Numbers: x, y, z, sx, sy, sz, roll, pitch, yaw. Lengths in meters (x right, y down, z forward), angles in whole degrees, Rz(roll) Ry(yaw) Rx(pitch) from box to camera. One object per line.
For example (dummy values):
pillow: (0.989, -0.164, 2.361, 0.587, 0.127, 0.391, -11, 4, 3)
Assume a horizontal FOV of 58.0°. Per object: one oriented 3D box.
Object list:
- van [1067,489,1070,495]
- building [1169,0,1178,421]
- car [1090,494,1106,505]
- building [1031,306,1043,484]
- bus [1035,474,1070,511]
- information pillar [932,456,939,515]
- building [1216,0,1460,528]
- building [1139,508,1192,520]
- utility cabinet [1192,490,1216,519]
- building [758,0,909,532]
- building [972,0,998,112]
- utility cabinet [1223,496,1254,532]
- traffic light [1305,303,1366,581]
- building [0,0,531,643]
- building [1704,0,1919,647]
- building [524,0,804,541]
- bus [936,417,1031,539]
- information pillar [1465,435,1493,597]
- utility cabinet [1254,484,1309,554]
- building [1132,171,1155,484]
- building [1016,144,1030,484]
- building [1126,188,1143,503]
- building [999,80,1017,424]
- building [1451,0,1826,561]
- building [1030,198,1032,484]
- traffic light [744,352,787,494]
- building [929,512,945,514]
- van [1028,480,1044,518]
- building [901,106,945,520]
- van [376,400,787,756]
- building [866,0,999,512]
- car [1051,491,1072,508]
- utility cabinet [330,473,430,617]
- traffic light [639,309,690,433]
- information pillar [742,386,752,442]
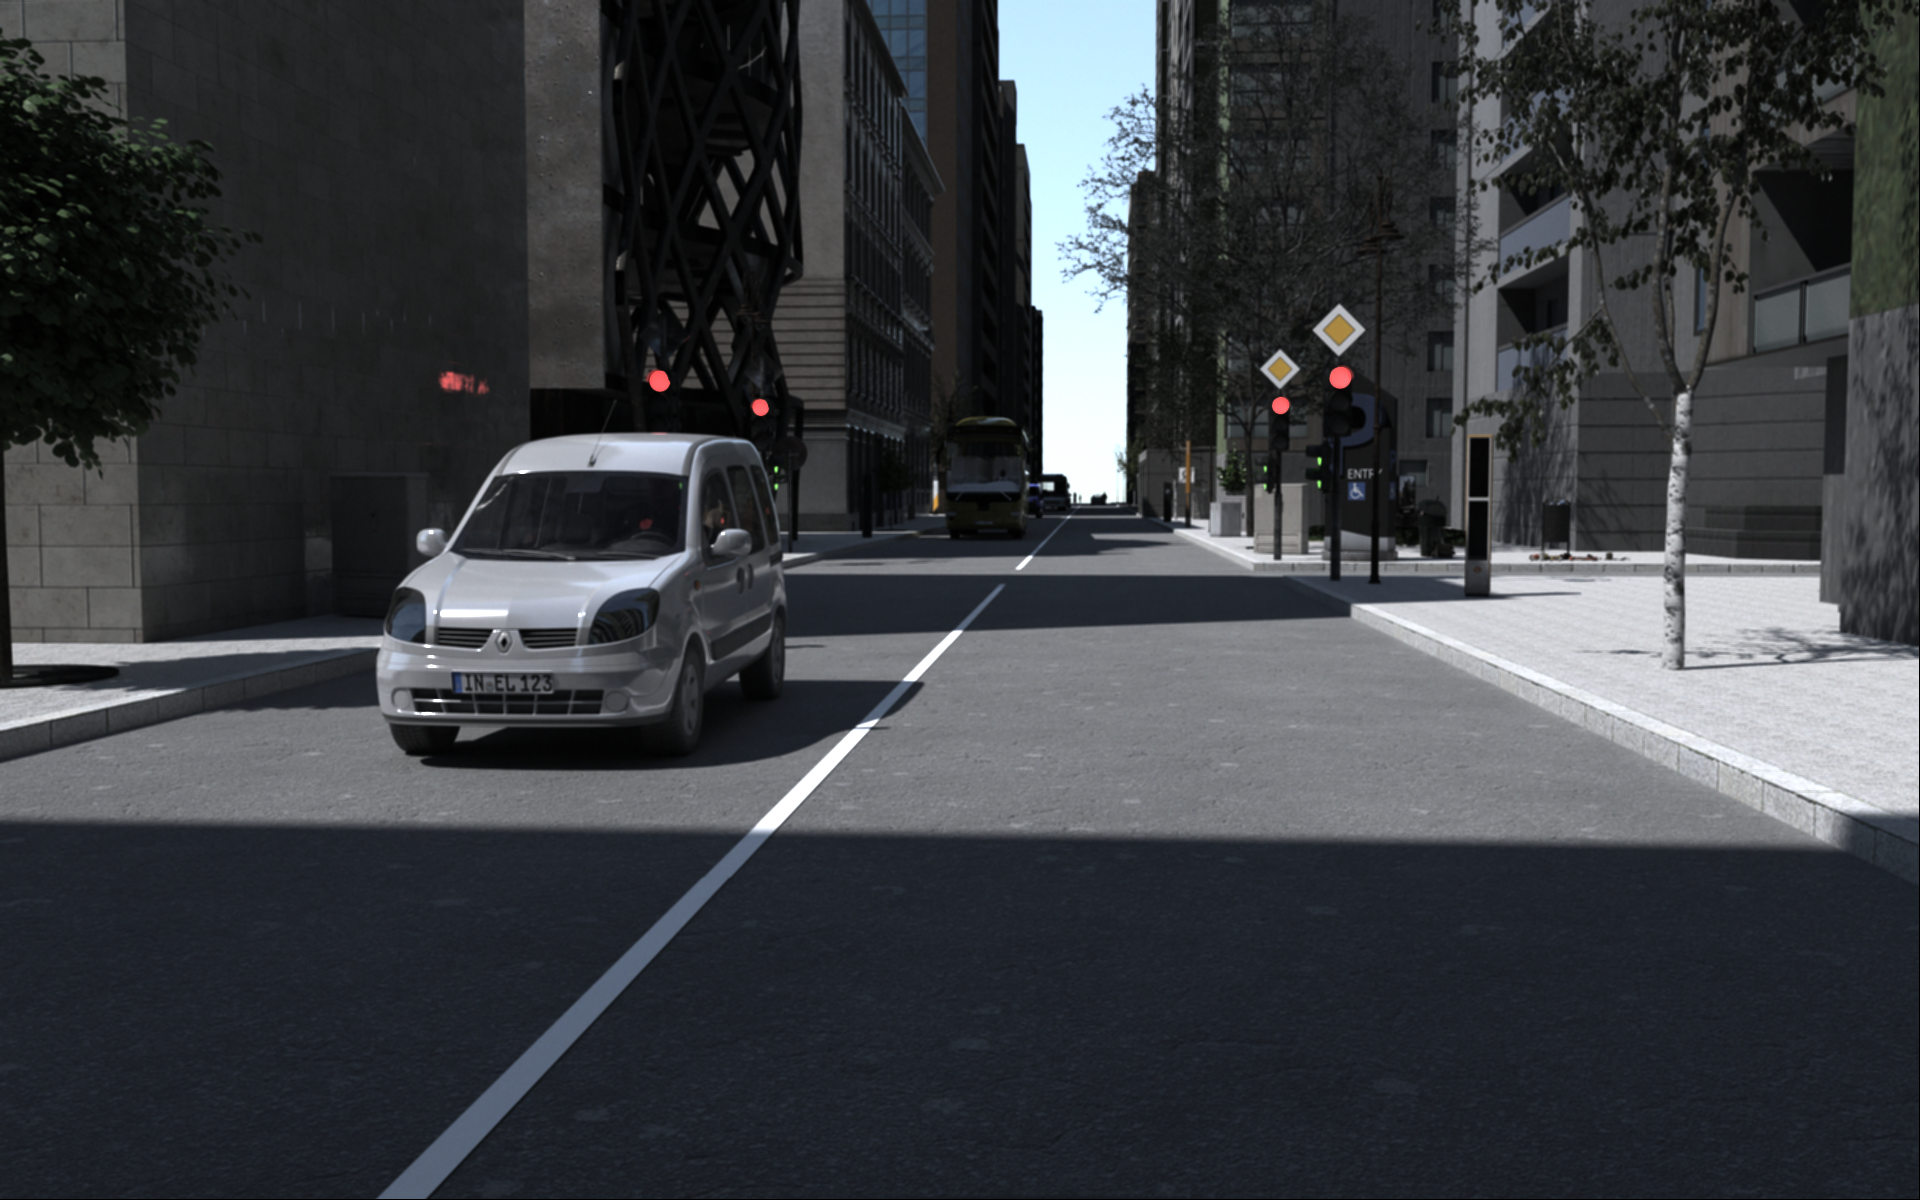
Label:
van: (12.231, -12.473, 208.321, 2.240, 2.365, 5.245, 0, 4, 6)
building: (29.363, -32.803, 125.569, 28.713, 52.752, 27.495, 0, 4, 4)
car: (17.532, -12.732, 220.168, 2.014, 1.417, 4.499, 0, 4, 6)
building: (5.341, -29.974, 261.773, 14.160, 30.474, 14.107, 0, 4, 4)
bus: (8.079, -9.659, 152.788, 2.948, 3.499, 13.247, 0, 4, 2)
information pillar: (-1.480, -7.045, 106.546, 0.183, 3.616, 0.504, -3, 4, -37)
building: (17.775, -23.752, 71.945, 14.154, 41.232, 14.086, 0, 4, 4)
building: (20.672, -40.241, 96.185, 20.563, 71.187, 20.611, 0, 4, 4)
utility cabinet: (12.255, -4.790, 86.998, 1.173, 1.500, 0.318, 0, 4, -3)
building: (-7.761, -13.304, 66.677, 9.793, 20.994, 18.267, 0, 4, 4)
building: (-8.282, -31.235, 134.400, 21.300, 48.544, 21.600, 0, 4, 4)
utility cabinet: (9.550, -2.945, 59.319, 1.020, 1.237, 0.306, 2, 4, 26)
traffic light: (5.557, -2.244, 25.618, 0.839, 4.253, 0.868, 0, 4, 4)
building: (-14.995, -10.110, 20.047, 16.860, 20.320, 10.420, 0, 4, 4)
building: (15.296, -20.330, 15.987, 14.154, 41.232, 14.086, 0, 4, 4)
building: (-12.676, -10.796, 43.960, 16.820, 18.784, 16.811, 0, 4, 4)
bus: (1.019, -4.121, 58.928, 2.896, 3.916, 12.252, 0, 4, 3)
information pillar: (6.498, -1.052, 21.688, 0.304, 2.012, 0.304, 1, 4, 19)
utility cabinet: (6.858, -1.732, 37.004, 1.173, 1.500, 0.318, 3, 5, 42)
building: (34.184, -35.179, 229.802, 22.147, 44.769, 28.867, 0, 4, 4)
building: (-1.778, -37.018, 228.937, 21.300, 48.544, 21.600, 0, 4, 4)
building: (35.507, -38.626, 255.232, 21.300, 48.544, 21.600, 0, 4, 4)
building: (-1.875, -29.545, 166.652, 14.154, 41.232, 14.086, 0, 4, 4)
building: (28.034, -30.476, 40.288, 28.212, 58.520, 21.231, 0, 4, 4)
building: (3.056, -36.499, 246.865, 14.600, 45.320, 14.200, 0, 4, 4)
traffic light: (-3.874, -2.777, 34.321, 0.839, 4.253, 0.868, 0, 4, 4)
building: (-6.553, -28.522, 116.450, 14.600, 45.320, 14.200, 0, 4, 4)
van: (3.970, -6.113, 104.335, 2.240, 2.365, 5.245, 0, 4, 5)
building: (-7.381, -15.312, 86.506, 11.583, 22.565, 21.152, 0, 4, 4)
van: (-2.185, -0.234, 10.838, 2.013, 2.044, 4.112, 0, 4, 4)
building: (-3.858, -30.728, 152.520, 14.600, 45.320, 14.200, 0, 4, 4)
car: (10.605, -10.586, 181.759, 2.281, 1.827, 5.304, 0, 4, 5)
utility cabinet: (-6.032, -0.569, 17.983, 1.173, 1.500, 0.318, 2, 4, 32)
traffic light: (-4.477, -2.290, 26.359, 0.839, 4.253, 0.868, 0, 4, 4)
information pillar: (-4.564, -2.813, 37.340, 0.183, 3.616, 0.504, -2, 4, -28)
